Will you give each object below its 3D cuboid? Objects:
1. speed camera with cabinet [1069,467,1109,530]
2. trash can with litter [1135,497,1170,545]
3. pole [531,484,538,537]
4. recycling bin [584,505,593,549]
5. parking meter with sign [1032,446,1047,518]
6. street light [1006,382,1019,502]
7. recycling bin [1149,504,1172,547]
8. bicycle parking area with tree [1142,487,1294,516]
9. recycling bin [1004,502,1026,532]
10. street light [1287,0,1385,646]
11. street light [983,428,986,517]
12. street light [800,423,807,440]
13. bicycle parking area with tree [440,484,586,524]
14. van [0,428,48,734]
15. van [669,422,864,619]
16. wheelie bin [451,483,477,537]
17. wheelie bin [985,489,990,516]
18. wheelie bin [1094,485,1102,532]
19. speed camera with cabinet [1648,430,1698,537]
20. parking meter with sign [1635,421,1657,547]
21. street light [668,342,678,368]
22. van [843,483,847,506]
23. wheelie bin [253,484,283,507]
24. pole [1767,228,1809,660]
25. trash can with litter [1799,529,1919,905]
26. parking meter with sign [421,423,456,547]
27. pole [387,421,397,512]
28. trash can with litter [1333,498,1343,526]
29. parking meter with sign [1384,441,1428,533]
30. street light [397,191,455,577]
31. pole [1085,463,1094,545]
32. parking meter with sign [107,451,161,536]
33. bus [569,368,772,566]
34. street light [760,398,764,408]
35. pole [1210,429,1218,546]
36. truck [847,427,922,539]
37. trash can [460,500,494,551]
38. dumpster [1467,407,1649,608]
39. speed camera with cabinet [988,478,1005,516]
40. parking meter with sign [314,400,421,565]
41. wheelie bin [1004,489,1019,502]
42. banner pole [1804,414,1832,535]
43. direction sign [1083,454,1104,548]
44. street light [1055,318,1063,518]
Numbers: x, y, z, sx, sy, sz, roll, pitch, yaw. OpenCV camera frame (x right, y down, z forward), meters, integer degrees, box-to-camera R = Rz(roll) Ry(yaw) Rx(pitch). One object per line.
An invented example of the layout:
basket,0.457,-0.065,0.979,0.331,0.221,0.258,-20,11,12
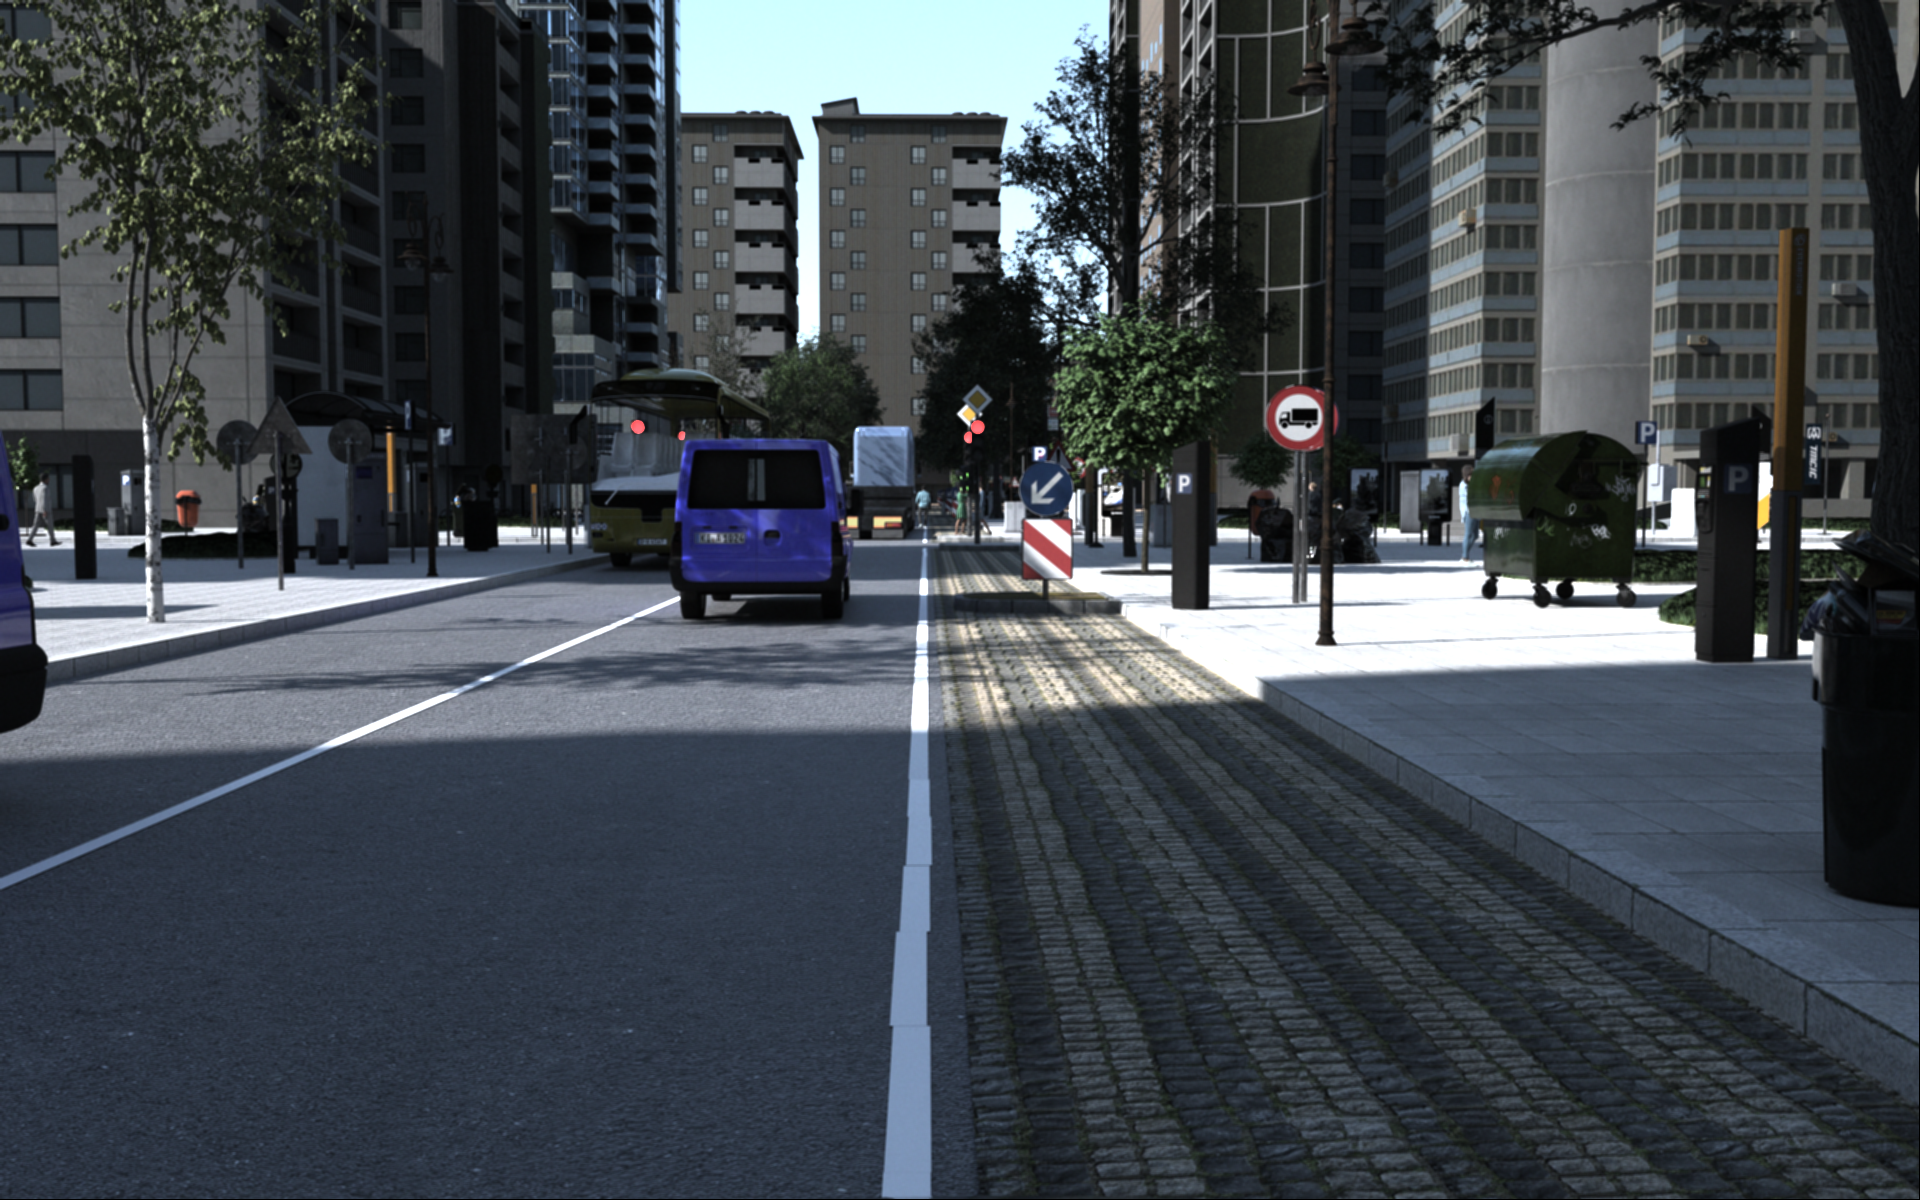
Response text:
speed camera with cabinet,4.876,-4.164,62.424,2.038,3.252,0.660,-3,5,-39
trash can with litter,5.243,-2.029,44.236,1.678,1.210,2.233,0,4,-5
pole,-12.708,-3.537,51.671,0.158,3.312,0.155,0,3,0
recycling bin,-8.534,-1.750,41.175,0.722,1.027,0.722,-1,4,-19
parking meter with sign,2.995,-4.156,64.209,0.543,3.016,1.738,0,4,5
street light,2.036,-5.840,68.276,0.468,5.910,1.993,0,4,-1
recycling bin,5.000,-1.802,42.016,0.722,1.027,0.722,0,4,-3
bicycle parking area with tree,14.327,-6.723,96.917,8.231,4.147,9.016,0,4,6
recycling bin,1.858,-2.796,58.265,0.722,1.027,0.722,0,4,1
street light,3.110,-2.553,14.537,0.468,5.910,1.993,0,4,-1
street light,1.338,-7.612,97.250,0.468,5.910,1.993,0,4,-1
street light,-9.966,-8.405,110.209,0.468,5.910,1.993,0,4,-1
bicycle parking area with tree,-18.625,-5.485,76.683,9.016,4.147,8.231,1,4,18
van,-5.182,-0.065,5.449,2.240,2.365,5.245,0,4,0
van,-2.343,-1.051,21.568,2.240,2.365,5.245,0,4,-2
wheelie bin,-14.766,-2.671,51.578,0.693,1.594,0.980,-1,4,-10
wheelie bin,1.692,-5.782,102.448,0.693,1.594,0.980,-1,4,-12
wheelie bin,4.716,-3.087,58.386,0.980,1.594,0.693,1,4,9
speed camera with cabinet,21.993,-3.590,53.025,0.660,3.252,2.038,-1,4,-19
parking meter with sign,16.196,-2.816,42.310,0.543,3.016,1.738,-1,4,-16
street light,-8.715,-4.892,52.779,0.468,5.910,1.993,0,4,-1
van,-6.704,-5.130,88.260,2.240,2.365,5.245,0,4,-2
wheelie bin,-22.290,-2.940,55.970,0.980,1.594,0.693,-3,5,-43
pole,6.412,-1.197,13.410,0.158,3.312,0.155,0,3,0
trash can with litter,3.264,0.361,5.489,1.055,1.170,0.624,1,4,18
parking meter with sign,-13.051,-2.791,41.895,0.543,3.016,1.738,2,4,33
pole,-14.698,-3.117,44.800,0.158,3.312,0.155,0,3,0
trash can with litter,11.734,-2.694,55.429,1.055,1.170,0.624,1,4,14
parking meter with sign,14.738,-3.685,56.513,1.738,3.016,0.543,1,4,14
street light,-8.234,-3.307,26.851,0.468,5.910,1.993,0,4,-1
pole,3.256,-3.041,43.572,0.158,3.312,0.155,0,3,0
parking meter with sign,-25.647,-3.516,53.754,0.543,3.016,1.738,1,4,20
bus,-5.810,-2.812,37.530,2.896,3.916,12.252,0,4,-2
street light,-9.297,-6.649,81.495,0.468,5.910,1.993,0,4,-1
pole,6.262,-2.993,42.780,0.158,3.312,0.155,0,3,0
truck,-3.005,-4.491,63.189,2.967,4.110,18.799,0,4,0
trash can,-10.853,-1.670,38.952,0.748,1.137,0.748,0,3,0
dumpster,6.961,-1.086,20.251,1.502,2.255,1.985,0,4,-1
speed camera with cabinet,2.128,-6.497,100.556,0.660,3.252,2.038,1,4,13
parking meter with sign,-10.919,-2.174,31.799,1.738,3.016,0.543,-2,4,-29
wheelie bin,3.174,-5.961,105.367,0.980,1.594,0.693,-1,4,-22
banner pole,26.799,-3.918,54.070,0.863,3.779,0.401,1,4,11
direction sign,3.281,-3.033,41.591,0.876,3.537,0.379,-3,4,-39
street light,2.503,-4.321,43.441,0.468,5.910,1.993,0,4,-1
